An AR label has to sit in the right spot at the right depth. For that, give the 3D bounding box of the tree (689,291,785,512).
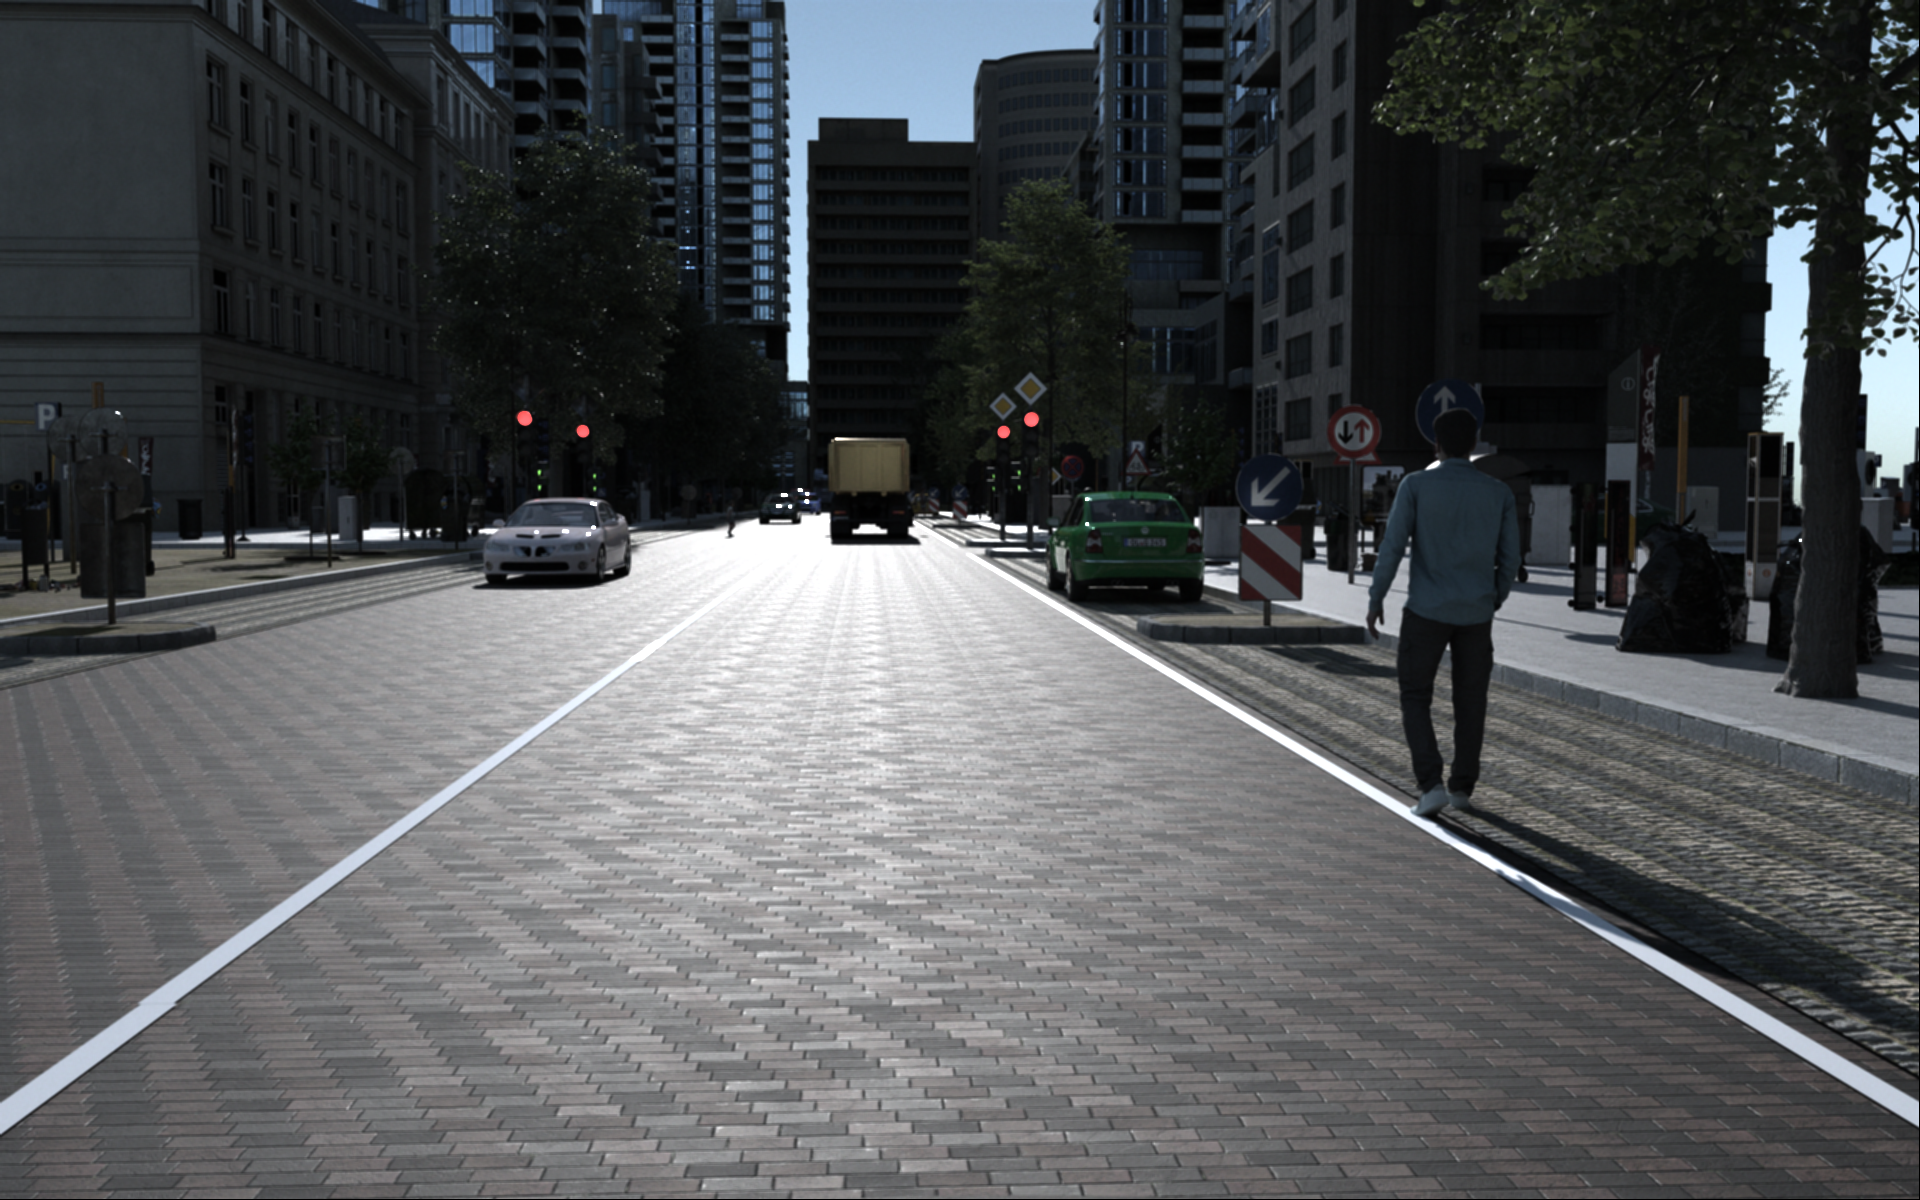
[{"bbox_3d":[-16.487,-12.156,105.413,9.857,13.997,8.962,0,3,0],"label":"tree"}]

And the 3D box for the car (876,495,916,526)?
[{"bbox_3d":[-3.016,-4.243,79.167,2.009,1.686,4.222,0,4,-3],"label":"car"}]

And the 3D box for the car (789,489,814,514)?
[{"bbox_3d":[-11.830,-7.315,128.268,2.281,1.827,5.304,0,4,-5],"label":"car"}]

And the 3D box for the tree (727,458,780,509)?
[{"bbox_3d":[-18.759,-10.148,149.627,4.285,4.588,4.351,0,3,0],"label":"tree"}]

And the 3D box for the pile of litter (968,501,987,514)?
[{"bbox_3d":[0.984,-5.969,111.550,1.719,0.858,1.176,0,4,-1],"label":"pile of litter"}]

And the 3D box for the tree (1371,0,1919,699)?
[{"bbox_3d":[5.817,-5.678,10.969,7.486,12.596,7.792,0,3,0],"label":"tree"}]

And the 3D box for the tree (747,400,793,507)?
[{"bbox_3d":[-19.923,-14.737,166.707,9.928,11.665,9.643,0,3,0],"label":"tree"}]

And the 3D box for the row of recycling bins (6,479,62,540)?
[{"bbox_3d":[-25.239,-2.542,48.668,3.534,1.692,1.069,1,4,15],"label":"row of recycling bins"}]

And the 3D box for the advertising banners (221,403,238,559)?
[{"bbox_3d":[-14.487,-2.335,34.368,0.090,3.025,2.074,-2,4,-30],"label":"advertising banners"}]

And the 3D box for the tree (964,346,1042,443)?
[{"bbox_3d":[2.382,-8.202,84.466,4.360,8.622,3.978,0,3,0],"label":"tree"}]

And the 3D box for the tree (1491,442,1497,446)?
[{"bbox_3d":[16.567,-3.744,55.813,1.663,3.219,1.824,0,3,0],"label":"tree"}]

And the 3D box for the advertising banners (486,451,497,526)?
[{"bbox_3d":[-19.632,-4.521,70.111,2.074,3.025,0.090,1,4,12],"label":"advertising banners"}]

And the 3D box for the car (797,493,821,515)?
[{"bbox_3d":[-10.500,-6.710,119.297,1.945,1.707,3.694,0,4,-2],"label":"car"}]

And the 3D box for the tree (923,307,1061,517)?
[{"bbox_3d":[1.811,-10.365,95.224,9.928,11.665,9.643,0,3,0],"label":"tree"}]

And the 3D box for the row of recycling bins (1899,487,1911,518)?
[{"bbox_3d":[50.201,-5.215,92.374,3.534,1.692,1.069,-2,4,-29],"label":"row of recycling bins"}]

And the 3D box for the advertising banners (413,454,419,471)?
[{"bbox_3d":[-23.403,-4.886,76.081,0.090,3.025,2.074,1,4,23],"label":"advertising banners"}]

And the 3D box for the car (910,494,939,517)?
[{"bbox_3d":[-2.262,-5.987,108.107,2.015,1.641,3.980,0,4,-5],"label":"car"}]

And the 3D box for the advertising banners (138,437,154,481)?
[{"bbox_3d":[-25.703,-3.493,53.305,2.074,3.025,0.090,1,4,11],"label":"advertising banners"}]

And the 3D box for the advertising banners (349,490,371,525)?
[{"bbox_3d":[-24.625,-4.498,69.737,0.090,3.025,2.074,2,4,33],"label":"advertising banners"}]

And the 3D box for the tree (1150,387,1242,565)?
[{"bbox_3d":[4.305,-2.266,31.655,1.663,3.219,1.824,0,3,0],"label":"tree"}]

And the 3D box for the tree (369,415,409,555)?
[{"bbox_3d":[-12.885,-2.585,36.870,1.663,3.219,1.824,0,3,0],"label":"tree"}]

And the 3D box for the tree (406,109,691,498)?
[{"bbox_3d":[-13.901,-9.317,58.996,9.857,13.997,8.962,0,3,0],"label":"tree"}]

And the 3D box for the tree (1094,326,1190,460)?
[{"bbox_3d":[7.734,-7.600,74.615,4.737,8.622,4.395,0,3,0],"label":"tree"}]

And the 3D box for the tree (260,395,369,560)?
[{"bbox_3d":[-12.876,-2.405,33.927,1.663,3.219,1.824,0,3,0],"label":"tree"}]

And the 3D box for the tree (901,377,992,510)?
[{"bbox_3d":[-0.827,-12.497,138.734,7.601,10.594,8.767,1,4,19],"label":"tree"}]

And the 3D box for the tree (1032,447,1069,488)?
[{"bbox_3d":[6.293,-8.302,119.455,4.285,4.588,4.351,0,3,0],"label":"tree"}]

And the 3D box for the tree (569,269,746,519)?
[{"bbox_3d":[-15.778,-10.501,88.703,9.611,12.733,9.660,0,3,0],"label":"tree"}]

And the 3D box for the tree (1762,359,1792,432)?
[{"bbox_3d":[29.968,-7.197,68.030,4.737,8.622,4.395,0,3,0],"label":"tree"}]

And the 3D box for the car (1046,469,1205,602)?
[{"bbox_3d":[2.249,-0.952,24.362,1.959,1.807,4.718,0,4,-3],"label":"car"}]

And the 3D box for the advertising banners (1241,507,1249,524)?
[{"bbox_3d":[10.183,-4.256,65.780,2.074,3.025,0.090,-2,4,-33],"label":"advertising banners"}]

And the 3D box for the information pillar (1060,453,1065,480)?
[{"bbox_3d":[5.897,-6.626,99.685,0.183,3.616,0.504,2,4,34],"label":"information pillar"}]

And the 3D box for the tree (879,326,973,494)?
[{"bbox_3d":[-2.961,-20.640,193.356,12.611,20.169,13.585,0,3,0],"label":"tree"}]

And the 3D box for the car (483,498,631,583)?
[{"bbox_3d":[-6.761,-1.045,29.443,2.083,1.381,4.827,0,4,-2],"label":"car"}]

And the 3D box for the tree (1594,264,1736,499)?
[{"bbox_3d":[22.103,-6.407,55.123,4.360,8.622,3.978,0,3,0],"label":"tree"}]

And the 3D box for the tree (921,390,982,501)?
[{"bbox_3d":[-0.263,-10.104,115.560,4.737,8.622,4.395,0,3,0],"label":"tree"}]

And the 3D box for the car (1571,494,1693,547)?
[{"bbox_3d":[16.325,-2.016,44.752,4.920,1.459,2.131,0,4,-4],"label":"car"}]

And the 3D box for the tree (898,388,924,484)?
[{"bbox_3d":[-1.920,-14.949,162.550,7.486,12.596,7.792,0,3,0],"label":"tree"}]

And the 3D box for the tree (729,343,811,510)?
[{"bbox_3d":[-17.580,-13.953,138.507,12.009,13.543,11.850,0,3,0],"label":"tree"}]

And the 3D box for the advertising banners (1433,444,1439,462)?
[{"bbox_3d":[15.083,-3.402,51.813,2.074,3.025,0.090,3,4,37],"label":"advertising banners"}]

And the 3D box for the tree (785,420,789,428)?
[{"bbox_3d":[-16.940,-13.158,121.781,9.857,13.997,8.962,0,3,0],"label":"tree"}]

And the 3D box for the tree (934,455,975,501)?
[{"bbox_3d":[-0.251,-8.857,128.528,4.285,4.588,4.351,0,3,0],"label":"tree"}]

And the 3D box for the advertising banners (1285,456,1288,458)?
[{"bbox_3d":[14.559,-4.777,74.286,2.074,3.025,0.090,1,4,17],"label":"advertising banners"}]

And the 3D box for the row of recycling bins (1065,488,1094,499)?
[{"bbox_3d":[7.337,-6.681,116.350,3.534,1.692,1.069,1,4,21],"label":"row of recycling bins"}]

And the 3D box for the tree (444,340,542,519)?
[{"bbox_3d":[-21.146,-7.906,79.633,4.737,8.622,4.395,0,3,0],"label":"tree"}]

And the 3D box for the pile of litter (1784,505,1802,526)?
[{"bbox_3d":[33.676,-3.386,69.322,1.176,0.858,1.719,1,4,9],"label":"pile of litter"}]

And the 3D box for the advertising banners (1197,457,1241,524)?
[{"bbox_3d":[7.657,-3.425,52.189,0.090,3.025,2.074,-2,4,-31],"label":"advertising banners"}]

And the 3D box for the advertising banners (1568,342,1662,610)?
[{"bbox_3d":[7.474,-1.436,19.672,2.074,3.025,0.090,-3,5,-43],"label":"advertising banners"}]

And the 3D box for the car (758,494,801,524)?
[{"bbox_3d":[-8.791,-4.465,84.803,2.131,1.459,4.920,0,4,-2],"label":"car"}]

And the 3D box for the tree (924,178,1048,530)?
[{"bbox_3d":[3.400,-8.824,62.399,7.486,12.596,7.792,0,3,0],"label":"tree"}]
